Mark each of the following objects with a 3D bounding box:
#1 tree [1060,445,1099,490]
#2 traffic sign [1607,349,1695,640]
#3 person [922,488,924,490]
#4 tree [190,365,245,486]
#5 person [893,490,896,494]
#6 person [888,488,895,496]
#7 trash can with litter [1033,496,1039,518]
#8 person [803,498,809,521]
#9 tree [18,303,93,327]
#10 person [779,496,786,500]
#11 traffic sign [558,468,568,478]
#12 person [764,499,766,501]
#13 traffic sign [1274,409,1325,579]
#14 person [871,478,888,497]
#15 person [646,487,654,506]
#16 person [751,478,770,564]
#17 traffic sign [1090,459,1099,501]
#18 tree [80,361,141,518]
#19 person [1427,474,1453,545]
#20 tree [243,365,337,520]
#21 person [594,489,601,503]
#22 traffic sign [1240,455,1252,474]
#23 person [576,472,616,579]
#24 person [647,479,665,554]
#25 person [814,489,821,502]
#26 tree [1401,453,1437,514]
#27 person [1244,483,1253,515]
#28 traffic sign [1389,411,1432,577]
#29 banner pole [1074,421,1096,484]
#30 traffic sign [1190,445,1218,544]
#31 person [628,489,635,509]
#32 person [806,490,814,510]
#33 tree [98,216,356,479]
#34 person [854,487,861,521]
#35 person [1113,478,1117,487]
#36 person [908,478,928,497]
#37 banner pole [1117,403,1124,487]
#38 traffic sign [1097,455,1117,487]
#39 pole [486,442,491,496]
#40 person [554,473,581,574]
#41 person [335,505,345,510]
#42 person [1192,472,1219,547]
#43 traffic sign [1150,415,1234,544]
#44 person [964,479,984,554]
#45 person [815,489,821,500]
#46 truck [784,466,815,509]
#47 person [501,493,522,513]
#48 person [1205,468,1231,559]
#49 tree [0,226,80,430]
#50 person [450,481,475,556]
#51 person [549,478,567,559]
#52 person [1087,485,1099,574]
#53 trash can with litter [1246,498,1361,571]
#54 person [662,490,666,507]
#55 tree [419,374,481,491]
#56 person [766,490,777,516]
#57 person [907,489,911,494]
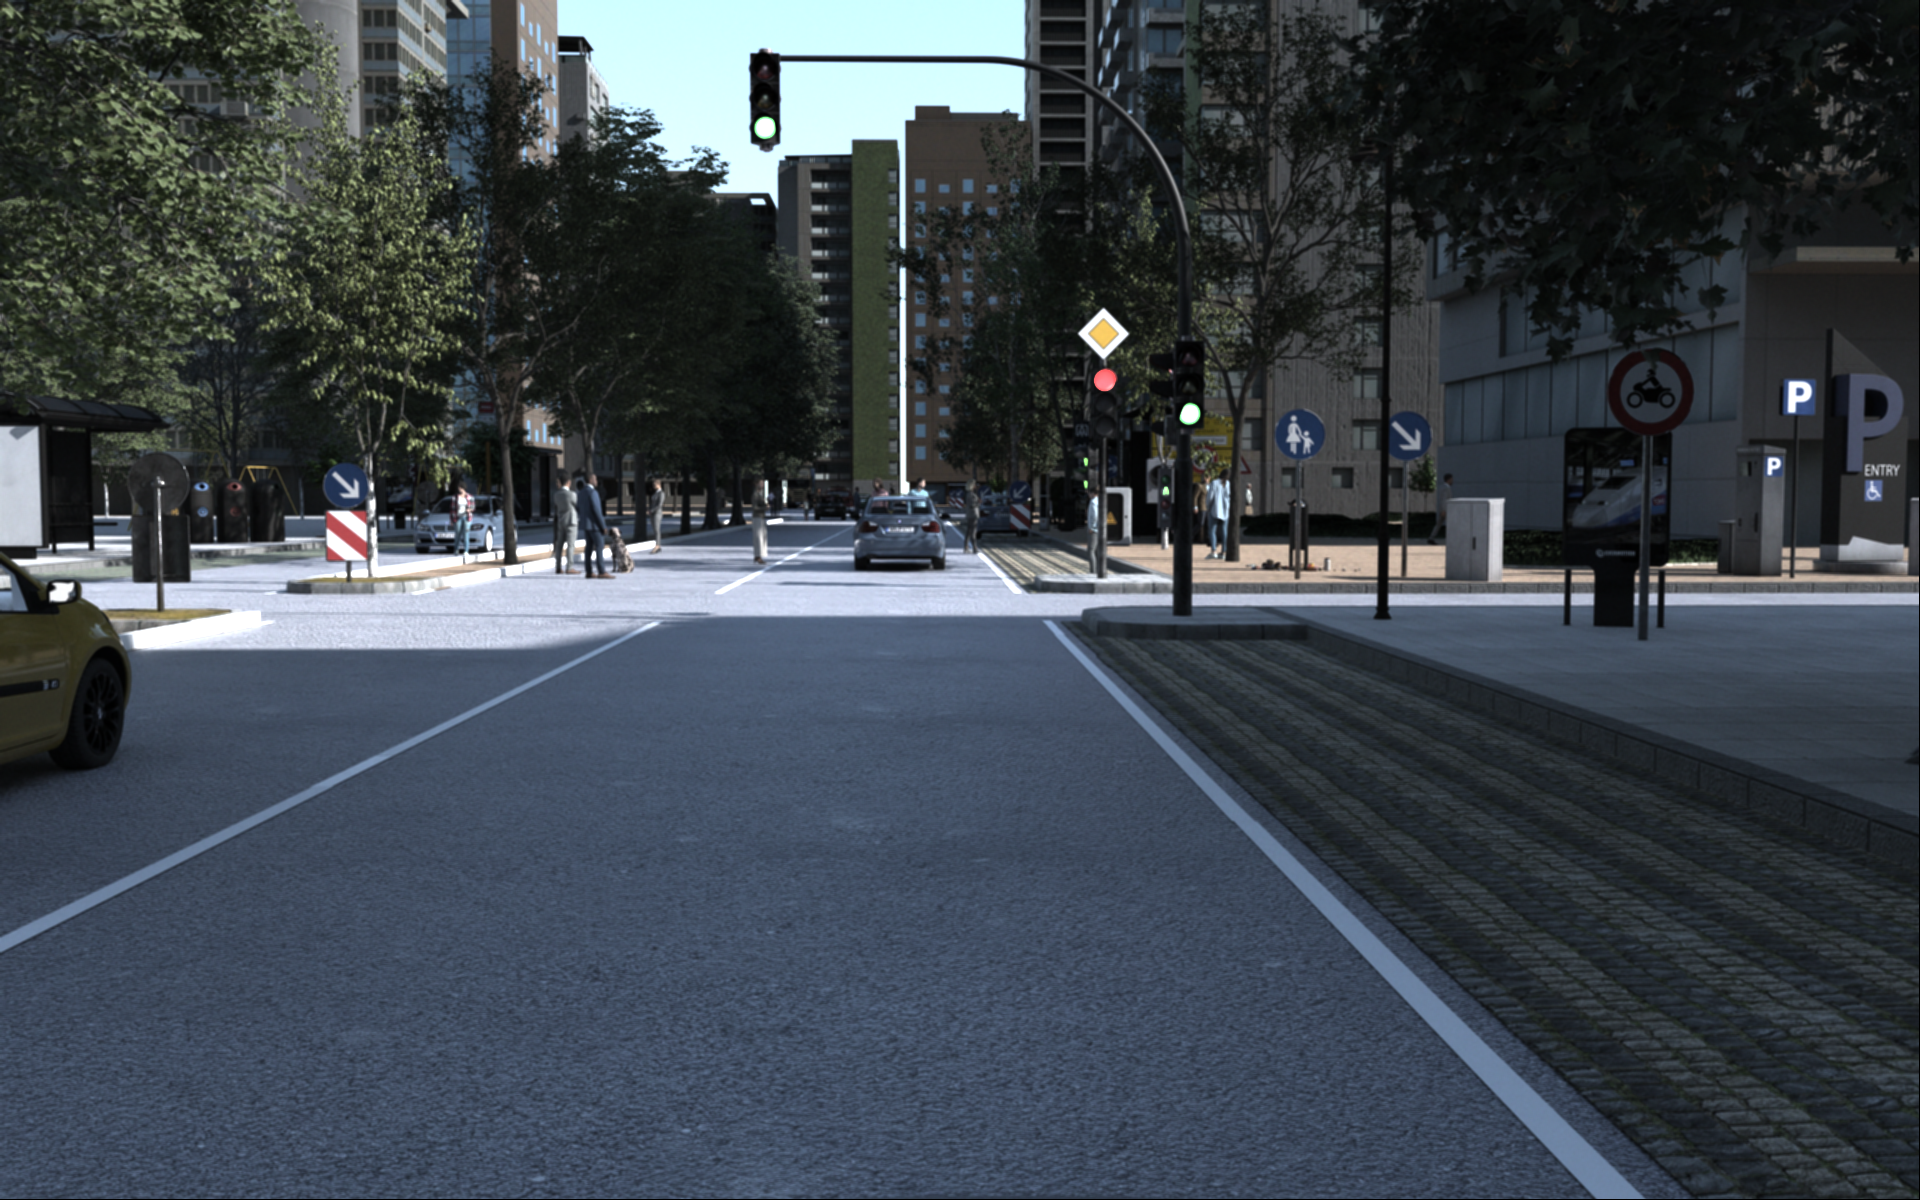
[{"bbox_3d":[7.377,-7.103,99.843,4.285,4.588,4.351,0,3,0],"label":"tree"},{"bbox_3d":[6.007,-0.920,15.156,0.768,2.556,0.104,0,4,-1],"label":"traffic sign"},{"bbox_3d":[-1.281,-2.772,54.237,0.534,1.772,0.576,-2,4,-30],"label":"person"},{"bbox_3d":[-39.703,-8.796,94.176,4.360,8.622,3.978,0,3,0],"label":"tree"},{"bbox_3d":[-5.721,-8.579,148.768,1.348,1.824,0.705,0,4,-4],"label":"person"},{"bbox_3d":[-3.972,-5.637,100.760,0.616,1.811,0.778,1,4,11],"label":"person"},{"bbox_3d":[3.428,-5.102,94.479,2.233,1.210,1.678,0,4,0],"label":"trash can with litter"},{"bbox_3d":[-8.100,-4.756,90.950,0.332,1.250,0.352,0,4,6],"label":"person"},{"bbox_3d":[-28.485,-6.414,55.239,4.737,8.622,4.395,0,3,0],"label":"tree"},{"bbox_3d":[-15.709,-8.637,150.438,1.217,1.743,0.721,1,4,17],"label":"person"},{"bbox_3d":[-19.639,-5.205,85.204,0.768,2.556,0.104,0,4,1],"label":"traffic sign"},{"bbox_3d":[-13.817,-6.750,118.868,0.705,1.824,1.348,-3,5,-44],"label":"person"},{"bbox_3d":[5.088,-1.586,26.033,0.768,2.556,0.104,0,4,0],"label":"traffic sign"},{"bbox_3d":[-1.975,-1.990,41.046,0.555,1.821,0.388,1,4,19],"label":"person"},{"bbox_3d":[-24.899,-8.164,139.545,1.348,1.822,0.705,1,4,10],"label":"person"},{"bbox_3d":[-4.089,-1.621,35.548,0.362,1.759,0.519,0,4,2],"label":"person"},{"bbox_3d":[4.420,-3.556,58.253,0.768,2.556,0.104,0,4,7],"label":"traffic sign"},{"bbox_3d":[-45.464,-8.682,92.307,4.360,8.622,3.978,0,3,0],"label":"tree"},{"bbox_3d":[12.164,-2.272,43.456,0.850,1.792,0.678,0,4,-1],"label":"person"},{"bbox_3d":[-32.981,-8.327,86.501,4.360,8.622,3.978,0,3,0],"label":"tree"},{"bbox_3d":[-12.515,-3.073,58.843,0.679,1.850,0.850,-2,4,-33],"label":"person"},{"bbox_3d":[7.276,-2.805,45.868,0.884,2.594,0.081,0,4,2],"label":"traffic sign"},{"bbox_3d":[-6.236,-1.268,29.415,0.721,1.800,0.419,3,4,38],"label":"person"},{"bbox_3d":[-7.387,-2.016,41.740,0.520,1.790,0.573,3,5,41],"label":"person"},{"bbox_3d":[-9.798,-6.826,120.128,0.705,1.821,1.348,2,4,30],"label":"person"},{"bbox_3d":[20.618,-5.009,76.505,1.663,3.219,1.824,0,3,0],"label":"tree"},{"bbox_3d":[13.113,-4.441,79.138,0.515,1.767,0.782,1,4,9],"label":"person"},{"bbox_3d":[6.870,-1.628,26.720,0.768,2.556,0.104,0,4,5],"label":"traffic sign"},{"bbox_3d":[3.812,-3.784,51.885,0.863,3.779,0.401,0,4,-1],"label":"banner pole"},{"bbox_3d":[6.168,-2.688,44.049,0.768,2.556,0.104,0,4,4],"label":"traffic sign"},{"bbox_3d":[-28.273,-8.772,150.186,1.217,1.735,0.721,-1,4,-14],"label":"person"},{"bbox_3d":[-13.356,-8.872,153.565,0.705,1.822,1.348,2,4,26],"label":"person"},{"bbox_3d":[-29.469,-9.749,69.763,12.009,13.543,11.850,0,3,0],"label":"tree"},{"bbox_3d":[-5.400,-5.042,91.127,0.419,1.800,0.721,-1,4,-17],"label":"person"},{"bbox_3d":[4.917,-2.925,54.220,0.624,1.780,0.694,-2,4,-32],"label":"person"},{"bbox_3d":[-1.021,-2.145,43.426,0.638,1.841,0.748,0,4,-3],"label":"person"},{"bbox_3d":[4.403,-3.524,47.639,0.401,3.779,0.863,0,4,-6],"label":"banner pole"},{"bbox_3d":[4.838,-3.431,56.208,0.768,2.556,0.104,0,4,1],"label":"traffic sign"},{"bbox_3d":[-18.360,-4.503,67.459,0.158,3.312,0.155,0,3,0],"label":"pole"},{"bbox_3d":[-7.045,-1.377,31.202,0.511,1.800,0.466,1,4,17],"label":"person"},{"bbox_3d":[-27.872,-4.377,77.814,0.606,1.804,0.583,-2,4,-30],"label":"person"},{"bbox_3d":[5.888,-2.213,42.136,0.836,1.842,0.656,1,4,15],"label":"person"},{"bbox_3d":[6.017,-3.095,44.481,2.265,3.308,0.079,0,4,4],"label":"traffic sign"},{"bbox_3d":[0.348,-2.031,41.887,0.526,1.800,0.537,1,4,11],"label":"person"},{"bbox_3d":[-10.396,-7.335,128.367,0.705,1.831,1.348,2,4,34],"label":"person"},{"bbox_3d":[-15.878,-11.238,172.655,2.839,4.237,11.283,0,4,-3],"label":"truck"},{"bbox_3d":[-15.631,-3.136,60.054,0.850,1.792,0.678,3,5,42],"label":"person"},{"bbox_3d":[5.099,-1.697,34.060,0.793,1.790,0.793,3,4,38],"label":"person"},{"bbox_3d":[-42.604,-10.243,74.126,9.857,13.997,8.962,0,3,0],"label":"tree"},{"bbox_3d":[-11.511,-1.880,40.084,0.563,1.720,0.643,-1,4,-13],"label":"person"},{"bbox_3d":[-8.623,-1.763,37.504,0.537,1.800,0.526,3,4,39],"label":"person"},{"bbox_3d":[2.256,-1.141,28.960,0.330,1.601,0.589,2,4,31],"label":"person"},{"bbox_3d":[5.683,-1.133,29.581,1.678,1.210,2.233,-1,4,-19],"label":"trash can with litter"},{"bbox_3d":[-30.013,-10.247,174.370,0.721,1.735,1.217,3,4,36],"label":"person"},{"bbox_3d":[-26.478,-8.520,89.665,4.360,8.622,3.978,0,3,0],"label":"tree"},{"bbox_3d":[-12.211,-6.298,112.414,0.756,1.711,0.436,-1,4,-10],"label":"person"},{"bbox_3d":[-3.649,-7.231,126.752,1.348,1.821,0.705,0,4,-6],"label":"person"}]
